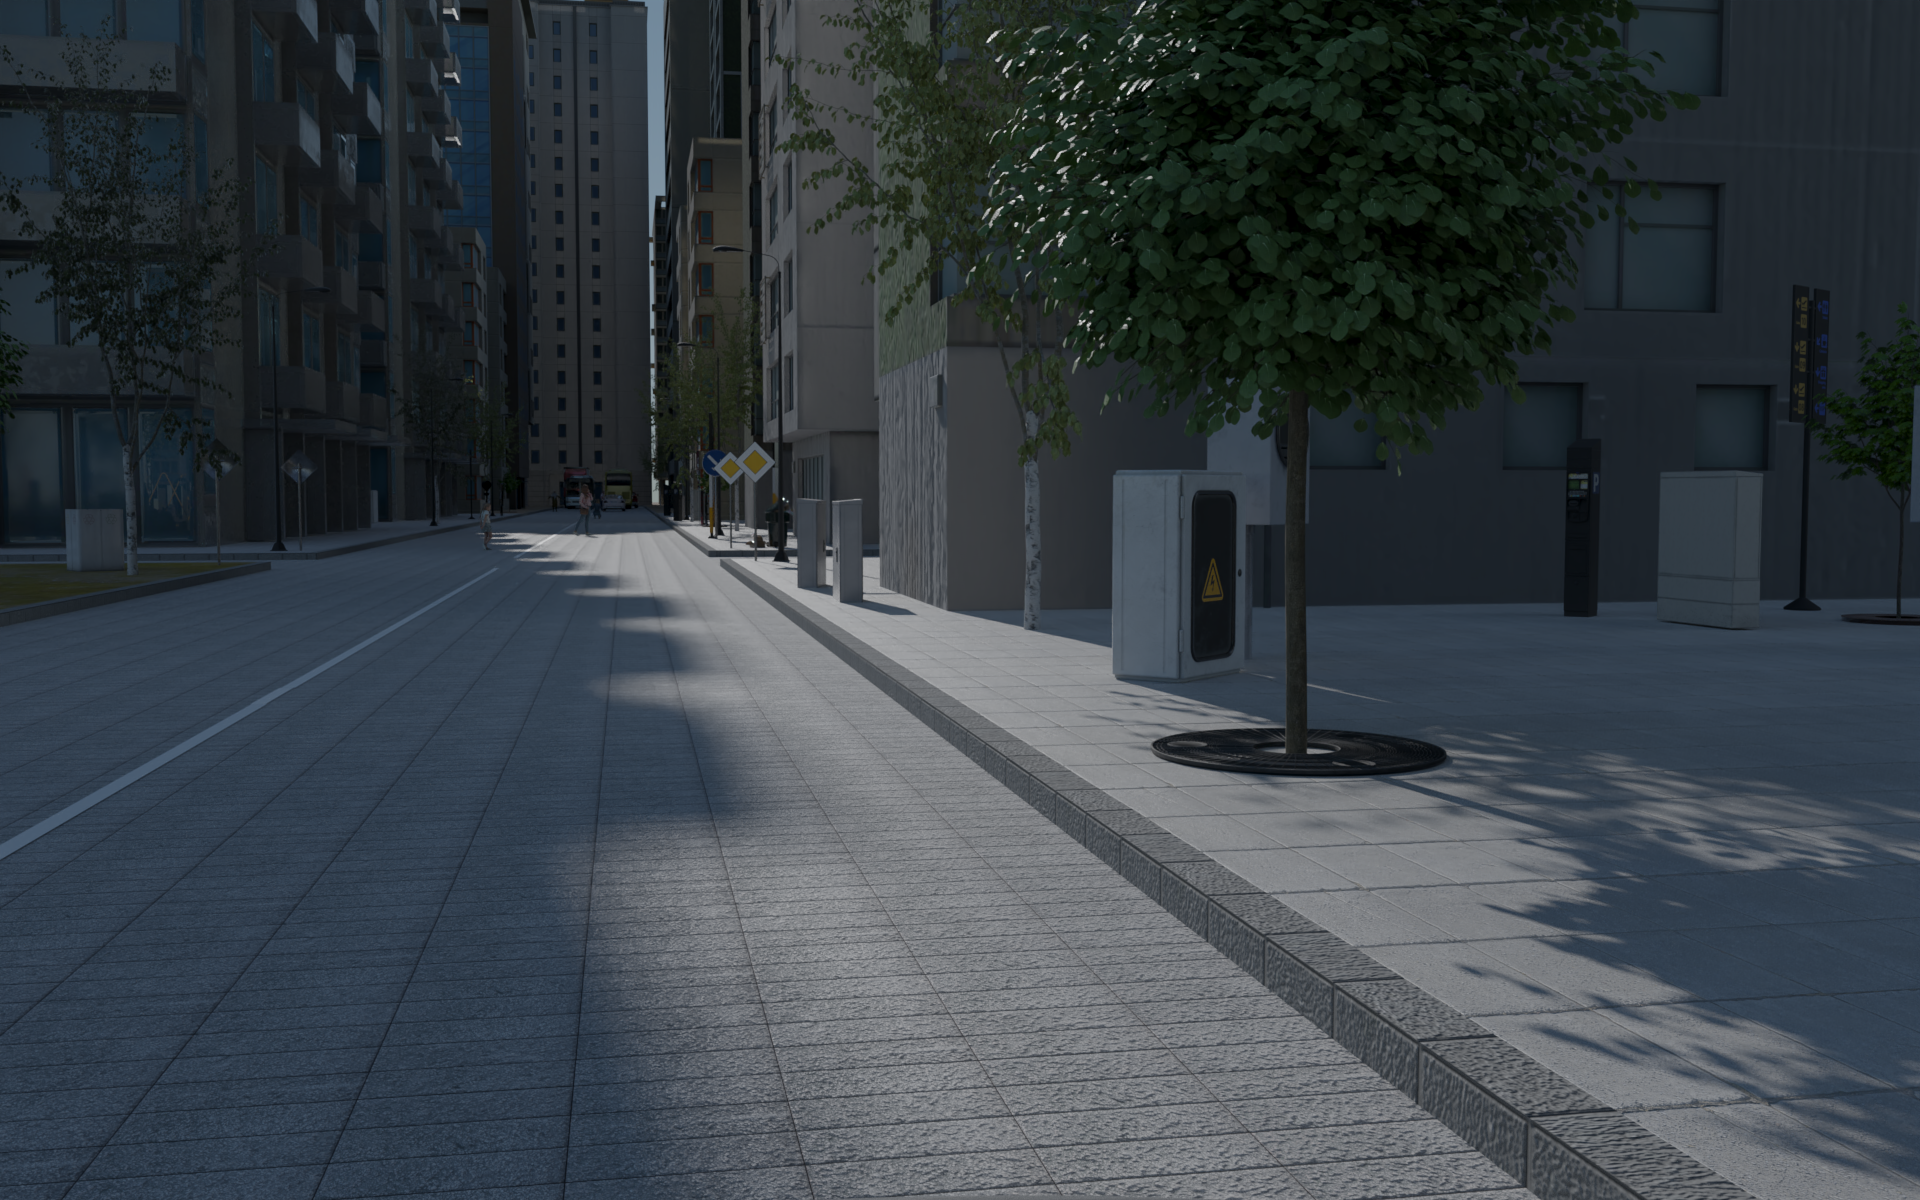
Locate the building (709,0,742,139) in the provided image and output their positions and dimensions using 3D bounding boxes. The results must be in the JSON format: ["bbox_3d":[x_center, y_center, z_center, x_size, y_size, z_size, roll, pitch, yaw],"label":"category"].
[{"bbox_3d":[-9.824,-42.135,127.164,20.563,71.187,20.611,-1,4,-11],"label":"building"}]

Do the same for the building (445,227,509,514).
[{"bbox_3d":[-47.652,-17.068,124.107,27.650,21.520,28.899,-1,4,-11],"label":"building"}]

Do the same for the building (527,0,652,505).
[{"bbox_3d":[-51.001,-40.515,204.425,28.212,58.520,21.231,-1,4,-11],"label":"building"}]

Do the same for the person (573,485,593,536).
[{"bbox_3d":[-13.013,-3.100,59.782,0.643,1.750,0.593,1,4,12],"label":"person"}]

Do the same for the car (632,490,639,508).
[{"bbox_3d":[-33.981,-10.301,177.101,2.281,1.827,5.304,-1,4,-12],"label":"car"}]

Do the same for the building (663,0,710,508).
[{"bbox_3d":[-14.282,-32.124,148.937,21.300,48.544,21.600,-1,4,-11],"label":"building"}]

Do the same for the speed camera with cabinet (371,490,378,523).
[{"bbox_3d":[-26.601,-4.984,75.816,2.038,3.252,0.660,0,4,2],"label":"speed camera with cabinet"}]

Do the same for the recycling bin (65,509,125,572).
[{"bbox_3d":[-14.489,-1.006,29.009,0.722,1.027,0.722,-3,5,-42],"label":"recycling bin"}]

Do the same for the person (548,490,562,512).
[{"bbox_3d":[-32.760,-8.001,140.054,1.217,1.736,0.721,-2,4,-24],"label":"person"}]

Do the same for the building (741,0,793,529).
[{"bbox_3d":[-1.961,-18.282,70.608,14.160,30.474,14.107,-1,4,-11],"label":"building"}]

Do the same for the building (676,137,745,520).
[{"bbox_3d":[-2.037,-15.646,100.854,27.650,21.520,28.899,-1,4,-11],"label":"building"}]

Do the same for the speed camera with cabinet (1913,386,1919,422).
[{"bbox_3d":[8.641,-1.178,13.598,2.038,3.252,0.660,2,4,29],"label":"speed camera with cabinet"}]

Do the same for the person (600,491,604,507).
[{"bbox_3d":[-30.845,-8.578,149.682,0.436,1.711,0.756,-1,4,-12],"label":"person"}]

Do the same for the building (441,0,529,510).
[{"bbox_3d":[-44.141,-30.337,146.121,14.600,45.320,14.200,-1,4,-11],"label":"building"}]

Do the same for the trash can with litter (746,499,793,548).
[{"bbox_3d":[-4.572,-1.846,41.577,1.055,1.170,0.624,-2,4,-32],"label":"trash can with litter"}]

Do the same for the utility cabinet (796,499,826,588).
[{"bbox_3d":[-2.055,-0.792,24.116,0.306,1.237,1.020,0,4,2],"label":"utility cabinet"}]

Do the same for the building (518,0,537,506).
[{"bbox_3d":[-55.848,-35.469,169.152,27.495,52.752,28.713,-1,4,-11],"label":"building"}]

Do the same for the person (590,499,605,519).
[{"bbox_3d":[-21.059,-5.264,100.062,1.012,1.151,0.738,-1,4,-10],"label":"person"}]

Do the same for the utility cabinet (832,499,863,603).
[{"bbox_3d":[-1.368,-0.598,20.940,0.306,1.237,1.020,-1,4,-9],"label":"utility cabinet"}]

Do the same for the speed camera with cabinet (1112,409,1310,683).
[{"bbox_3d":[1.868,-1.116,12.578,0.660,3.252,2.038,3,4,36],"label":"speed camera with cabinet"}]

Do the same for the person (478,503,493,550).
[{"bbox_3d":[-12.185,-1.883,44.305,0.382,1.210,0.505,-3,5,-44],"label":"person"}]

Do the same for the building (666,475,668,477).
[{"bbox_3d":[-17.621,-33.954,174.755,23.786,49.044,30.456,-1,4,-11],"label":"building"}]

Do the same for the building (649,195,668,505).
[{"bbox_3d":[-26.037,-31.973,214.631,23.993,40.220,32.217,-1,4,-11],"label":"building"}]

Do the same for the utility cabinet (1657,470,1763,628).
[{"bbox_3d":[7.283,-0.499,16.836,0.318,1.500,1.173,-1,4,-12],"label":"utility cabinet"}]

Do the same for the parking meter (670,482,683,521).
[{"bbox_3d":[-13.465,-4.706,82.652,0.399,1.863,0.255,2,4,29],"label":"parking meter"}]

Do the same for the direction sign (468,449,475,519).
[{"bbox_3d":[-24.888,-5.882,88.165,0.379,3.537,0.876,-1,4,-19],"label":"direction sign"}]

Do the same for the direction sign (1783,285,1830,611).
[{"bbox_3d":[9.336,-1.657,19.093,0.876,3.537,0.379,-3,5,-41],"label":"direction sign"}]

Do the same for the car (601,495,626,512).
[{"bbox_3d":[-28.676,-8.022,143.516,2.083,1.381,4.827,-1,4,-12],"label":"car"}]

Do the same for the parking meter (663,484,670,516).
[{"bbox_3d":[-17.255,-5.895,102.099,0.399,1.863,0.255,1,4,18],"label":"parking meter"}]

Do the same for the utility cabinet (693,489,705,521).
[{"bbox_3d":[-12.275,-4.470,81.766,0.318,1.500,1.173,1,4,16],"label":"utility cabinet"}]

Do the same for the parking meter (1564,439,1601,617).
[{"bbox_3d":[6.519,-0.760,18.144,0.255,1.863,0.399,3,4,37],"label":"parking meter"}]

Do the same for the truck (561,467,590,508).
[{"bbox_3d":[-40.054,-11.747,180.982,2.839,4.237,11.283,-1,4,-11],"label":"truck"}]

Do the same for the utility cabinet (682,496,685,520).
[{"bbox_3d":[-14.049,-4.627,86.816,0.306,1.237,1.020,-2,4,-23],"label":"utility cabinet"}]
